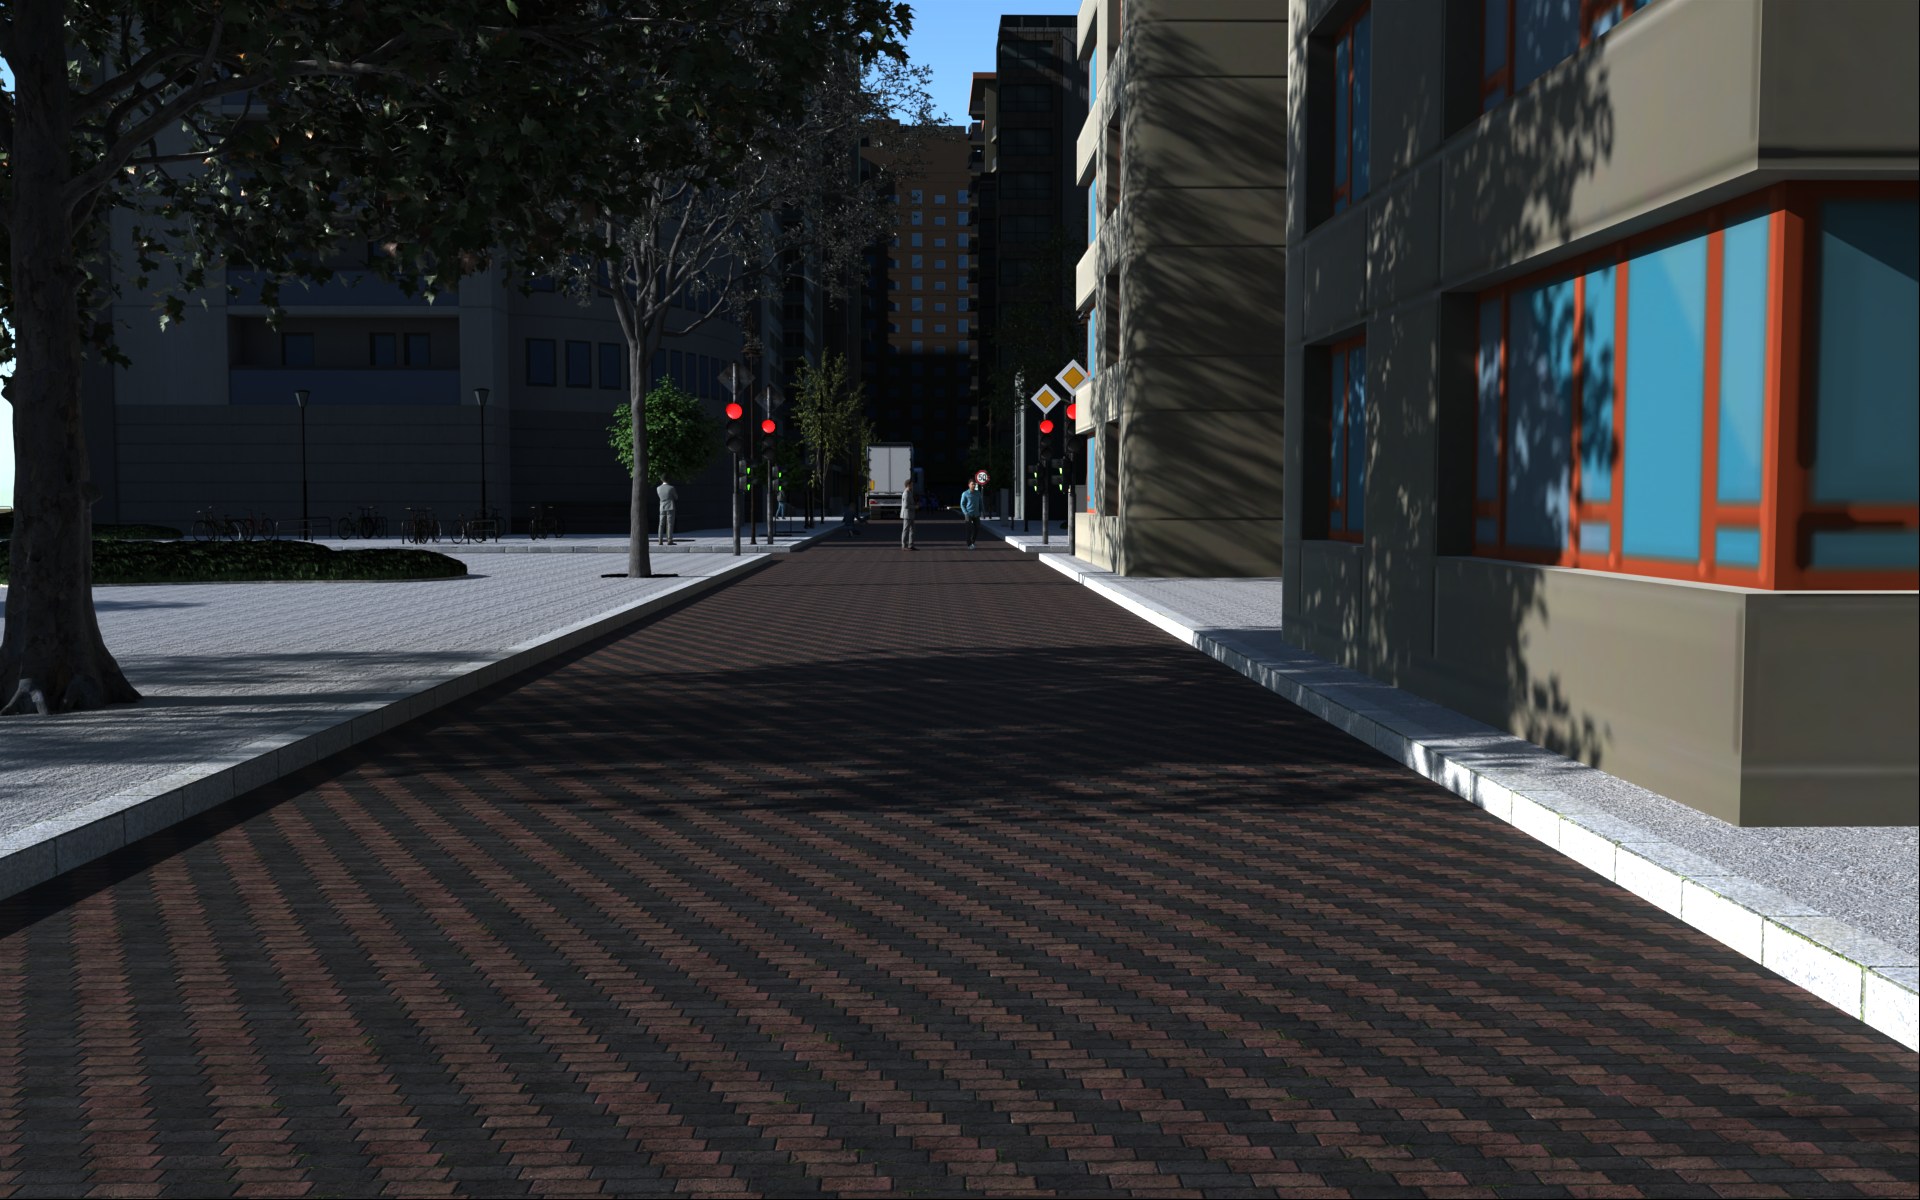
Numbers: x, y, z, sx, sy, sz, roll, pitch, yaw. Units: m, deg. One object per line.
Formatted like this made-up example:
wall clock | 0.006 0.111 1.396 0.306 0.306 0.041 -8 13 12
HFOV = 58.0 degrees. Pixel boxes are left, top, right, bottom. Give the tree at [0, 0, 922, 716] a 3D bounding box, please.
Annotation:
tree | -5.480 -5.705 10.290 9.611 12.733 9.660 0 3 0

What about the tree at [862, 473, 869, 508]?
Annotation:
tree | -8.909 -10.258 162.321 1.663 3.219 1.824 0 3 0

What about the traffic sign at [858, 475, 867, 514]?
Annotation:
traffic sign | -6.477 -6.974 114.138 0.768 2.556 0.104 0 4 2

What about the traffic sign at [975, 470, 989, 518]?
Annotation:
traffic sign | 1.197 -5.663 92.695 0.768 2.556 0.104 0 4 8

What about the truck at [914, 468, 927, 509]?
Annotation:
truck | -4.836 -11.092 171.120 2.967 4.110 18.799 0 4 0

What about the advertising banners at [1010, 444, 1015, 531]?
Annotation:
advertising banners | 1.866 -3.972 61.135 0.090 3.025 2.074 0 4 0

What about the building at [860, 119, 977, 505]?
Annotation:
building | -5.223 -34.259 210.243 14.200 45.320 14.600 0 4 -1

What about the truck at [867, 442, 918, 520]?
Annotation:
truck | -3.884 -6.748 99.247 2.839 4.237 11.283 0 4 -1

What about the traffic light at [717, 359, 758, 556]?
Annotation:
traffic light | -4.623 -2.875 35.923 0.839 4.253 0.868 0 4 -1

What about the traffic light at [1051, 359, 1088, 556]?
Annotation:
traffic light | 2.336 -2.885 36.092 0.839 4.253 0.868 0 4 -1

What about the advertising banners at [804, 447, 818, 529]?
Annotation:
advertising banners | -5.523 -4.172 64.401 0.090 3.025 2.074 1 4 9

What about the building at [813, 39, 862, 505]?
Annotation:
building | -15.863 -28.546 150.325 14.154 41.232 14.086 0 4 -1

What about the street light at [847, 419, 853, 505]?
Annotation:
street light | -6.607 -8.039 104.225 0.468 5.910 1.993 0 4 -1

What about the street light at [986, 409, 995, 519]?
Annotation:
street light | 1.568 -7.125 89.280 0.468 5.910 1.993 0 4 -1

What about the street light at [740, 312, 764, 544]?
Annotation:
street light | -5.286 -4.364 44.139 0.468 5.910 1.993 0 4 -1

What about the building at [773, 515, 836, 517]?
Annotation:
building | -23.607 -25.260 104.880 32.217 40.220 23.993 0 4 -1

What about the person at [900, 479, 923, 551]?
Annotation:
person | -1.215 -2.142 43.726 0.583 1.804 0.606 0 4 -4

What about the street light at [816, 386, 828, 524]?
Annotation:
street light | -5.930 -6.214 74.389 0.468 5.910 1.993 0 4 -1

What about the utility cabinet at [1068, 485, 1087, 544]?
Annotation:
utility cabinet | 3.318 -2.125 43.420 1.173 1.500 0.318 0 4 -4

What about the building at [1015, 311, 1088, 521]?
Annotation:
building | 14.493 -46.725 76.627 22.319 86.520 31.000 0 4 -1

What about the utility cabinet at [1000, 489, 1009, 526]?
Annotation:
utility cabinet | 1.786 -3.696 69.106 0.318 1.500 1.173 0 3 0

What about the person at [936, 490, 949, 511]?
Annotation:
person | -1.489 -8.219 143.598 1.217 1.743 0.721 0 4 5

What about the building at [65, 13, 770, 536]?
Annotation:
building | -19.066 -32.007 65.310 21.231 58.520 28.212 0 4 -1

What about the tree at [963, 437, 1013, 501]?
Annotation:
tree | 1.803 -7.121 100.143 4.285 4.588 4.351 0 3 0

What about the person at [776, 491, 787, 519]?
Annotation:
person | -8.981 -4.960 87.490 0.623 1.781 0.721 3 5 43

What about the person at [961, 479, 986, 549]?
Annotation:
person | 0.314 -2.255 45.396 0.660 1.820 0.620 -2 4 -31

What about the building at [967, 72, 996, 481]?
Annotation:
building | 11.928 -32.088 179.259 22.147 44.769 28.867 0 4 -1

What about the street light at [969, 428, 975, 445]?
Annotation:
street light | 0.824 -8.933 118.838 0.468 5.910 1.993 0 4 -1

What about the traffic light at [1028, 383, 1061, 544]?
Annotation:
traffic light | 2.159 -3.373 44.075 0.839 4.253 0.868 0 4 -1

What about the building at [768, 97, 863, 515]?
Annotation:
building | -23.745 -26.840 130.711 32.217 40.220 23.993 0 4 -1

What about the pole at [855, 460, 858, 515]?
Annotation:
pole | -6.210 -6.735 103.965 0.158 3.312 0.155 0 3 0

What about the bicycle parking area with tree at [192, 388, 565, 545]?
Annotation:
bicycle parking area with tree | -15.608 -3.691 47.346 8.231 4.147 9.016 1 4 21

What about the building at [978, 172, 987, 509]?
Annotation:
building | 8.581 -23.637 158.169 14.160 30.474 14.107 0 4 -1

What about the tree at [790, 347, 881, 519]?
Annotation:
tree | -6.800 -8.404 87.761 4.737 8.622 4.395 0 3 0

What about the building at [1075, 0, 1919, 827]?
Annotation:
building | 16.503 -10.746 20.735 27.650 21.520 28.899 0 4 -1

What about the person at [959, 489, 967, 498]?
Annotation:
person | 0.520 -8.491 145.662 1.217 1.735 0.721 0 4 3

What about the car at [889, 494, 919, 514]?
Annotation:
car | -4.203 -7.291 127.887 2.281 1.827 5.304 0 4 -1

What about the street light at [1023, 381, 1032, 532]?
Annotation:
street light | 2.264 -5.268 58.925 0.468 5.910 1.993 0 4 -1

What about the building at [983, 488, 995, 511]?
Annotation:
building | 18.163 -27.319 138.544 32.217 40.220 23.993 0 4 -1

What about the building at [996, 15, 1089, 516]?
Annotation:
building | 9.187 -20.613 108.725 14.160 30.474 14.107 0 4 -1

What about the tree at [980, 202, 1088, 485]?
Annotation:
tree | 4.004 -7.082 50.210 7.601 10.594 8.767 1 4 14

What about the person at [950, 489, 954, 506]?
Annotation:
person | -0.893 -11.085 187.372 0.705 1.812 1.348 0 4 0

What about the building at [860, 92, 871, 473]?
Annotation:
building | -24.711 -34.334 180.976 30.456 49.044 23.786 0 4 -1

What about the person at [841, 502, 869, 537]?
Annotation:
person | -3.675 -2.713 58.360 1.012 1.151 0.738 2 4 33

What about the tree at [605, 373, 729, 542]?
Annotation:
tree | -8.026 -3.873 47.035 4.285 4.588 4.351 0 3 0

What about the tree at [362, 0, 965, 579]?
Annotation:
tree | -4.856 -7.084 26.187 12.009 13.543 11.850 0 3 0

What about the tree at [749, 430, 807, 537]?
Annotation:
tree | -5.521 -3.551 52.657 1.663 3.219 1.824 0 3 0

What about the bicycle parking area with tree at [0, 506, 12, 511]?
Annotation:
bicycle parking area with tree | -49.291 -6.761 97.537 9.016 4.147 8.231 3 5 42

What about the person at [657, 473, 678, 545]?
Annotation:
person | -7.344 -2.282 43.542 0.511 1.800 0.466 0 4 5

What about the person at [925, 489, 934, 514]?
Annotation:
person | -2.181 -7.071 124.561 0.683 1.767 0.568 -1 4 -12

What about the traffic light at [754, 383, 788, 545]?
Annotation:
traffic light | -4.800 -3.363 43.906 0.839 4.253 0.868 0 4 -1

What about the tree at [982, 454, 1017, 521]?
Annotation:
tree | 2.041 -5.436 83.476 1.663 3.219 1.824 0 3 0

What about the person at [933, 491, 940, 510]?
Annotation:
person | -2.267 -8.953 155.595 1.217 1.735 0.721 -1 4 -9

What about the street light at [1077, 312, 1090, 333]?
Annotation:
street light | 2.690 -3.835 35.498 0.468 5.910 1.993 0 4 -1

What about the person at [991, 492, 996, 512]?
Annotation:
person | 2.604 -7.225 124.176 0.705 1.822 1.348 3 5 42

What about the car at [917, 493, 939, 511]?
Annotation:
car | -2.798 -8.656 151.118 1.945 1.707 3.694 0 4 -2
